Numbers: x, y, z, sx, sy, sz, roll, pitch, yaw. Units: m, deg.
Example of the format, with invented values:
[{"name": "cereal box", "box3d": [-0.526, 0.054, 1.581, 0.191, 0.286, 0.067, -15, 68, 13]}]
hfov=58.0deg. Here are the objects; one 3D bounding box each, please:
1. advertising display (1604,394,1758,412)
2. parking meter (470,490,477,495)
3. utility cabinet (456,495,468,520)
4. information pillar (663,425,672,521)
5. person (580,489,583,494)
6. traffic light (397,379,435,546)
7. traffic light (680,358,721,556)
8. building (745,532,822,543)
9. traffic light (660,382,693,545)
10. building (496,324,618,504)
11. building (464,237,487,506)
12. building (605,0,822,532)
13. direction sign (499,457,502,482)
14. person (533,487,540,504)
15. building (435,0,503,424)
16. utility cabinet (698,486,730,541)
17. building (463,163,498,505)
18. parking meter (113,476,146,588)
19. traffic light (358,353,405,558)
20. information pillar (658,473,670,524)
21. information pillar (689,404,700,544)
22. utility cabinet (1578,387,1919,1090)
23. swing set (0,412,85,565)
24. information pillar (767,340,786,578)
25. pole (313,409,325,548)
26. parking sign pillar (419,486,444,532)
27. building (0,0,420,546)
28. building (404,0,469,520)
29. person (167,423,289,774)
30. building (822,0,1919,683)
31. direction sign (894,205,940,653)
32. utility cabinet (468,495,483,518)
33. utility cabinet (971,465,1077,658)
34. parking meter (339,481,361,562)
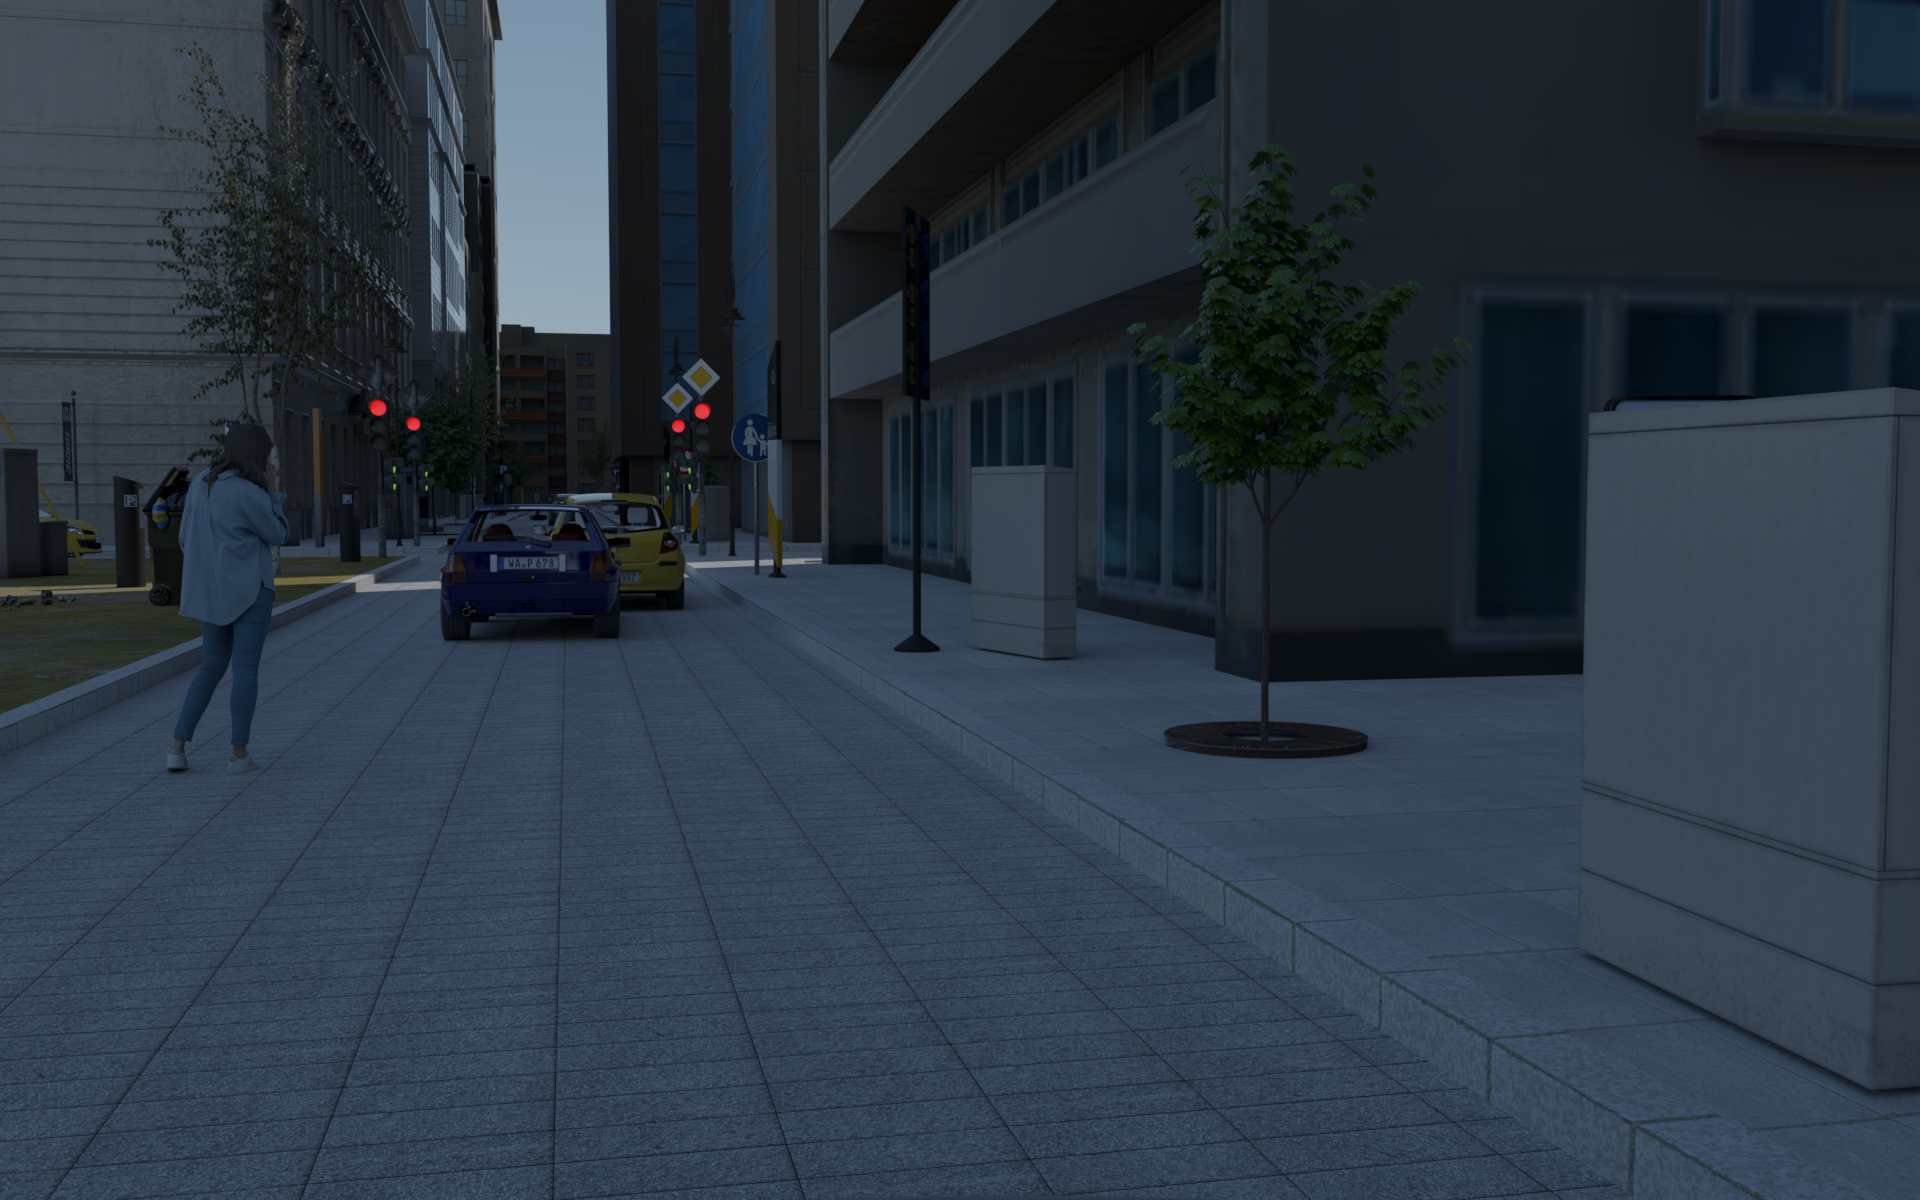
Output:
[{"name": "advertising display", "box3d": [4.706, -0.374, 11.335, 0.974, 1.923, 0.123, 0, 4, 3]}, {"name": "parking meter", "box3d": [-27.197, -5.414, 96.936, 0.372, 1.533, 0.369, 0, 3, 0]}, {"name": "utility cabinet", "box3d": [-25.195, -4.662, 87.386, 0.306, 1.237, 1.020, -2, 4, -26]}, {"name": "information pillar", "box3d": [-9.877, -4.106, 58.492, 0.183, 3.616, 0.504, -2, 4, -32]}, {"name": "person", "box3d": [-29.770, -7.813, 136.174, 0.705, 1.831, 1.348, -1, 4, -21]}, {"name": "traffic light", "box3d": [-13.287, -3.266, 42.316, 0.839, 4.253, 0.868, -1, 4, -13]}, {"name": "traffic light", "box3d": [-5.375, -2.875, 35.927, 0.839, 4.253, 0.868, -1, 4, -13]}, {"name": "building", "box3d": [0.697, -24.574, 51.900, 14.200, 45.320, 14.600, -1, 4, -13]}, {"name": "traffic light", "box3d": [-7.134, -3.351, 43.717, 0.839, 4.253, 0.868, -1, 4, -13]}, {"name": "building", "box3d": [-53.713, -22.425, 211.685, 28.899, 21.520, 27.650, -1, 4, -13]}, {"name": "building", "box3d": [-49.642, -17.214, 126.484, 27.650, 21.520, 28.899, -1, 4, -13]}, {"name": "building", "box3d": [-7.193, -25.703, 70.353, 14.600, 45.320, 14.200, -1, 4, -13]}, {"name": "direction sign", "box3d": [-28.190, -6.992, 106.311, 0.379, 3.537, 0.876, -1, 4, -23]}, {"name": "person", "box3d": [-23.748, -5.428, 97.258, 0.388, 1.821, 0.555, 0, 4, -8]}, {"name": "building", "box3d": [-59.121, -35.491, 169.518, 27.495, 52.752, 28.713, -1, 4, -13]}, {"name": "utility cabinet", "box3d": [-6.657, -2.319, 46.600, 0.318, 1.500, 1.173, 2, 4, 30]}, {"name": "building", "box3d": [-47.672, -23.108, 149.515, 14.160, 30.474, 14.107, -1, 4, -13]}, {"name": "parking meter", "box3d": [-11.431, -0.944, 23.848, 0.372, 1.533, 0.369, 0, 3, 0]}, {"name": "traffic light", "box3d": [-11.528, -2.789, 34.526, 0.839, 4.253, 0.868, -1, 4, -13]}, {"name": "information pillar", "box3d": [-10.382, -3.445, 60.818, 0.304, 2.012, 0.304, -2, 4, -32]}, {"name": "information pillar", "box3d": [-6.834, -3.270, 44.815, 0.183, 3.616, 0.504, -2, 4, -35]}, {"name": "utility cabinet", "box3d": [1.976, 0.273, 4.223, 0.318, 1.500, 1.173, -1, 4, -10]}, {"name": "swing set", "box3d": [-17.837, -2.073, 31.517, 2.862, 2.851, 3.119, -3, 4, -37]}, {"name": "information pillar", "box3d": [-2.841, -2.156, 26.606, 0.183, 3.616, 0.504, -1, 4, -23]}, {"name": "pole", "box3d": [-15.325, -2.908, 41.382, 0.158, 3.312, 0.155, 0, 3, 0]}, {"name": "parking sign pillar", "box3d": [-18.308, -4.299, 58.769, 1.447, 3.967, 1.447, -1, 4, -21]}, {"name": "building", "box3d": [-29.741, -17.476, 62.147, 17.030, 29.872, 44.131, -1, 4, -13]}, {"name": "building", "box3d": [-34.702, -19.655, 98.859, 11.434, 29.767, 29.804, -1, 4, -13]}, {"name": "person", "box3d": [-3.783, -0.008, 8.903, 0.793, 1.790, 0.793, -1, 4, -10]}, {"name": "building", "box3d": [10.127, -24.413, 22.859, 21.300, 48.544, 21.600, -1, 4, -13]}, {"name": "direction sign", "box3d": [-0.352, -1.351, 14.083, 0.379, 3.537, 0.876, 1, 4, 11]}, {"name": "utility cabinet", "box3d": [-25.726, -4.916, 91.531, 1.020, 1.237, 0.306, 1, 4, 12]}, {"name": "utility cabinet", "box3d": [0.507, -0.316, 13.838, 0.318, 1.500, 1.173, -2, 4, -28]}, {"name": "parking meter", "box3d": [-11.552, -1.491, 32.788, 0.372, 1.533, 0.369, 0, 3, 0]}]
